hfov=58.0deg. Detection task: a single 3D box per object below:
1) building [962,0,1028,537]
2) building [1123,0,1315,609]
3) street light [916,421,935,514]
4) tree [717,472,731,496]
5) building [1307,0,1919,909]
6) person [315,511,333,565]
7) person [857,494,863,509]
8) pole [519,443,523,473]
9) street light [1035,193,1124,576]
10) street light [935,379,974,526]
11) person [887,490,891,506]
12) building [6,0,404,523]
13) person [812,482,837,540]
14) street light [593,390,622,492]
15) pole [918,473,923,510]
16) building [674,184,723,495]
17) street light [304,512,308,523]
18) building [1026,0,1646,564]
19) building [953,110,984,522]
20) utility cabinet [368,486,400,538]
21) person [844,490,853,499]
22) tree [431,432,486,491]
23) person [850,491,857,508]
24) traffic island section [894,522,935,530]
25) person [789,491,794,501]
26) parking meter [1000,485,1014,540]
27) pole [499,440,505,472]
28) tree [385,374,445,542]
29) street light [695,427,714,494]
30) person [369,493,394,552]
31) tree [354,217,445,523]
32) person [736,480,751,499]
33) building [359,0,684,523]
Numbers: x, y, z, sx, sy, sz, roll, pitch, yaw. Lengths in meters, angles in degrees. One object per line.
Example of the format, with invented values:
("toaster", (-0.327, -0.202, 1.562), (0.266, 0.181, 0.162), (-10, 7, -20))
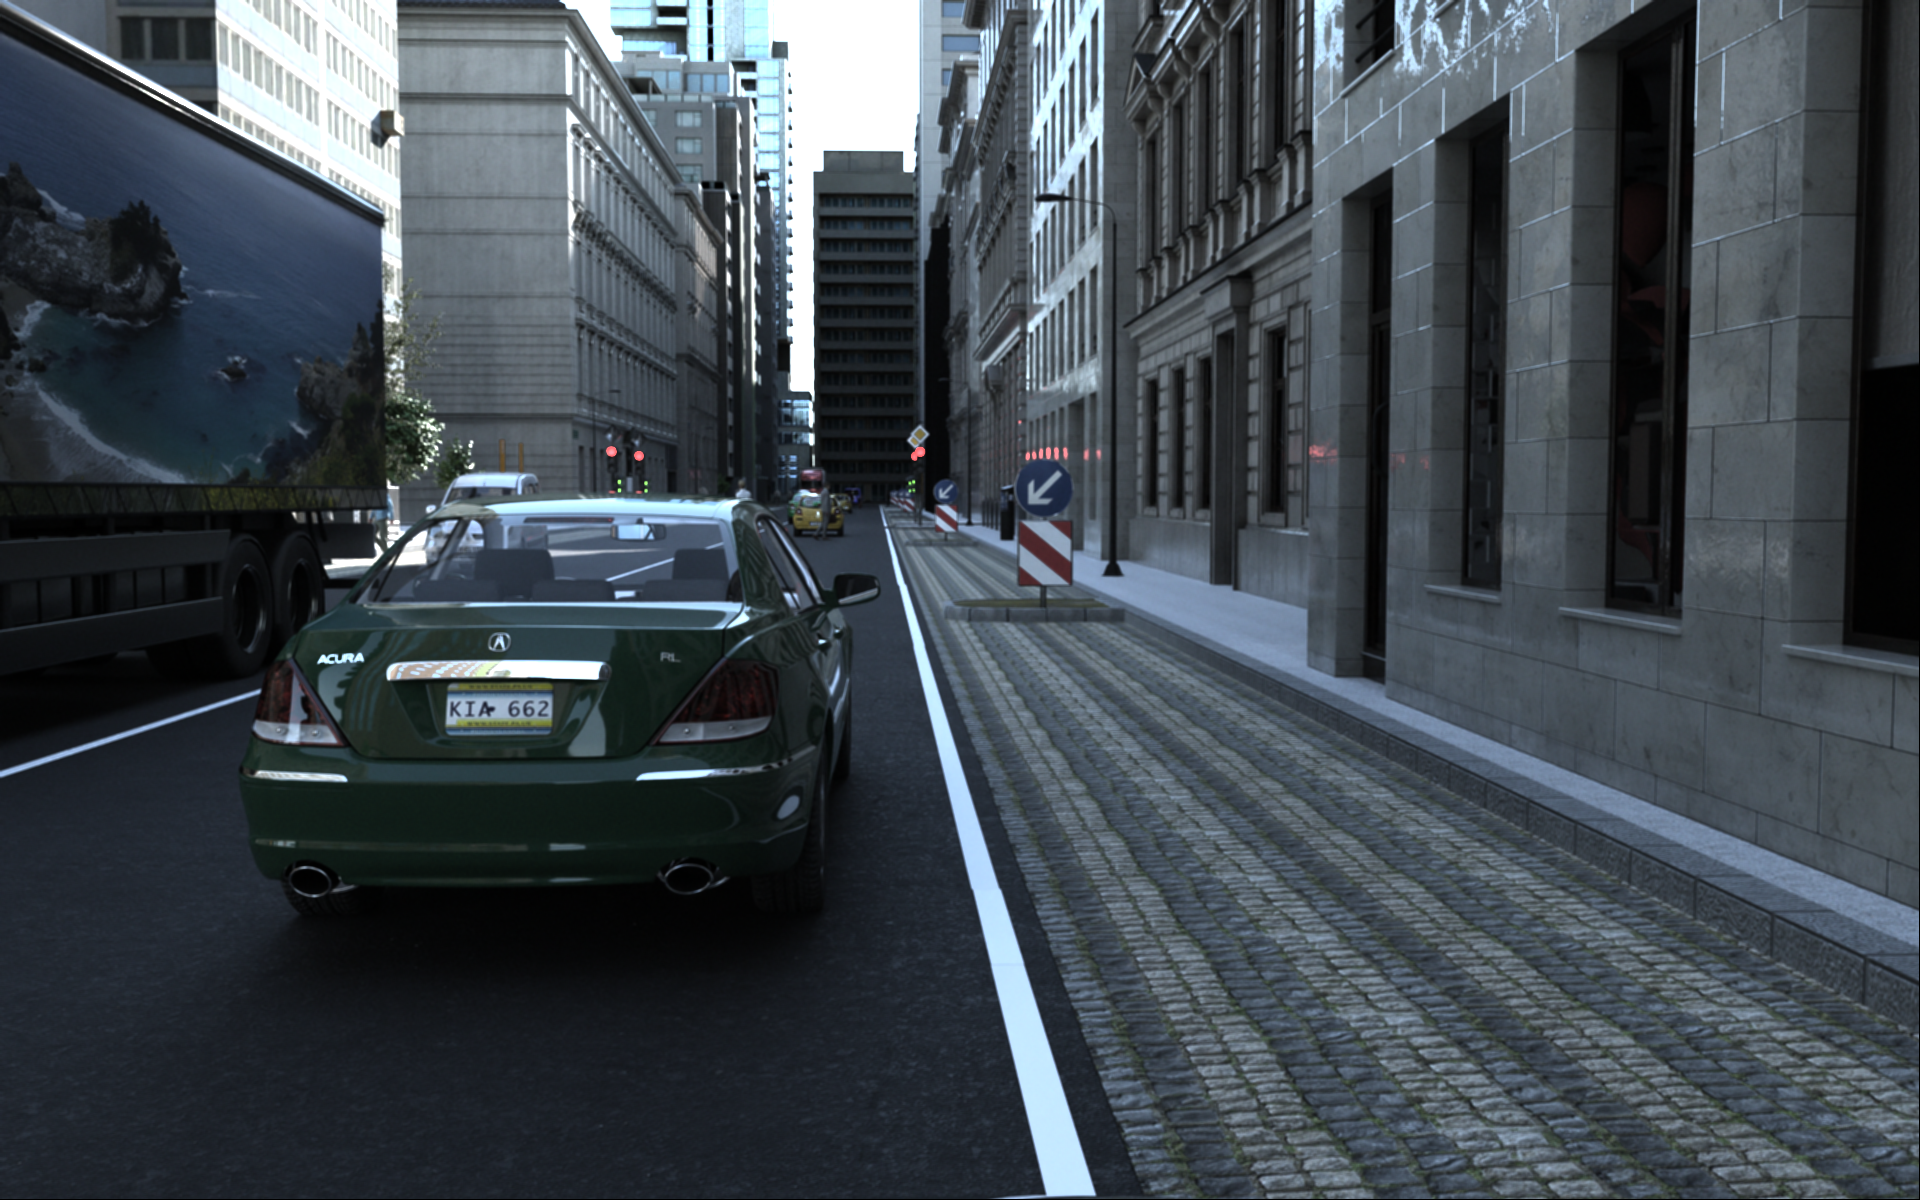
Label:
("building", (6.063, -14.139, 60.058), (11.050, 23.489, 19.941), (0, 4, -3))
("building", (8.343, -9.715, 23.460), (10.561, 19.102, 19.286), (0, 4, -3))
("street light", (-2.129, -8.427, 110.320), (1.470, 5.913, 1.316), (0, 4, -3))
("tree", (-20.913, -9.530, 150.419), (1.663, 3.219, 1.824), (0, 3, 0))
("building", (8.173, -9.138, 4.164), (10.420, 20.320, 16.860), (0, 4, -3))
("person", (-12.972, -1.640, 35.119), (0.447, 1.846, 0.655), (0, 4, -3))
("person", (-9.753, -9.670, 169.833), (0.421, 1.427, 0.697), (-3, 4, -38))
("pole", (-17.573, -4.622, 69.410), (0.158, 3.312, 0.155), (0, 3, 0))
("street light", (1.854, -3.327, 26.945), (1.470, 5.913, 1.316), (0, 4, -3))
("street light", (-0.155, -5.951, 69.834), (1.470, 5.913, 1.316), (0, 4, -3))
("person", (-7.630, -10.813, 185.312), (0.705, 1.821, 1.348), (-1, 4, -18))
("building", (-30.356, -22.007, 51.704), (23.993, 40.220, 32.217), (0, 4, -3))
("person", (-4.174, -2.773, 53.954), (0.853, 1.813, 0.709), (-2, 4, -25))
("street light", (-15.740, -6.398, 77.154), (1.470, 5.913, 1.316), (0, 4, -3))
("pole", (-3.042, -8.835, 138.292), (0.158, 3.312, 0.155), (0, 3, 0))
("building", (-25.411, -20.531, 132.937), (12.463, 27.353, 25.104), (0, 4, -3))
("street light", (-13.844, -4.005, 38.017), (1.470, 5.913, 1.316), (0, 4, -3))
("building", (7.506, -11.418, 41.443), (10.420, 20.320, 16.860), (0, 4, -3))
("building", (10.459, -15.181, 84.374), (21.152, 22.565, 11.583), (0, 4, -3))
("utility cabinet", (-16.499, -2.503, 49.605), (0.318, 1.500, 1.173), (1, 4, 13))
("person", (-10.559, -9.308, 160.651), (1.348, 1.831, 0.705), (1, 4, 8))
("tree", (-15.588, -3.638, 54.091), (1.663, 3.219, 1.824), (0, 3, 0))
("person", (-11.121, -10.385, 178.820), (1.217, 1.766, 0.721), (-1, 4, -14))
("traffic island section", (-1.592, -2.923, 70.074), (2.009, 0.180, 2.903), (0, 4, -3))
("person", (-18.754, -11.255, 193.230), (0.721, 1.736, 1.217), (2, 4, 25))
("parking meter", (1.313, -2.433, 48.183), (0.372, 1.533, 0.369), (0, 3, 0))
("pole", (-17.128, -4.344, 64.872), (0.158, 3.312, 0.155), (0, 3, 0))
("tree", (-15.710, -3.871, 47.008), (4.285, 4.588, 4.351), (0, 3, 0))
("street light", (-17.746, -9.022, 120.049), (1.470, 5.913, 1.316), (0, 4, -3))
("person", (-12.160, -1.688, 36.445), (0.444, 1.785, 0.601), (-3, 5, -42))
("tree", (-14.784, -5.624, 42.317), (4.360, 8.622, 3.978), (0, 3, 0))
("person", (-5.542, -2.185, 44.449), (0.478, 1.798, 0.641), (-2, 4, -25))
("building", (-26.243, -19.652, 97.728), (17.030, 29.872, 44.131), (0, 4, -3))
